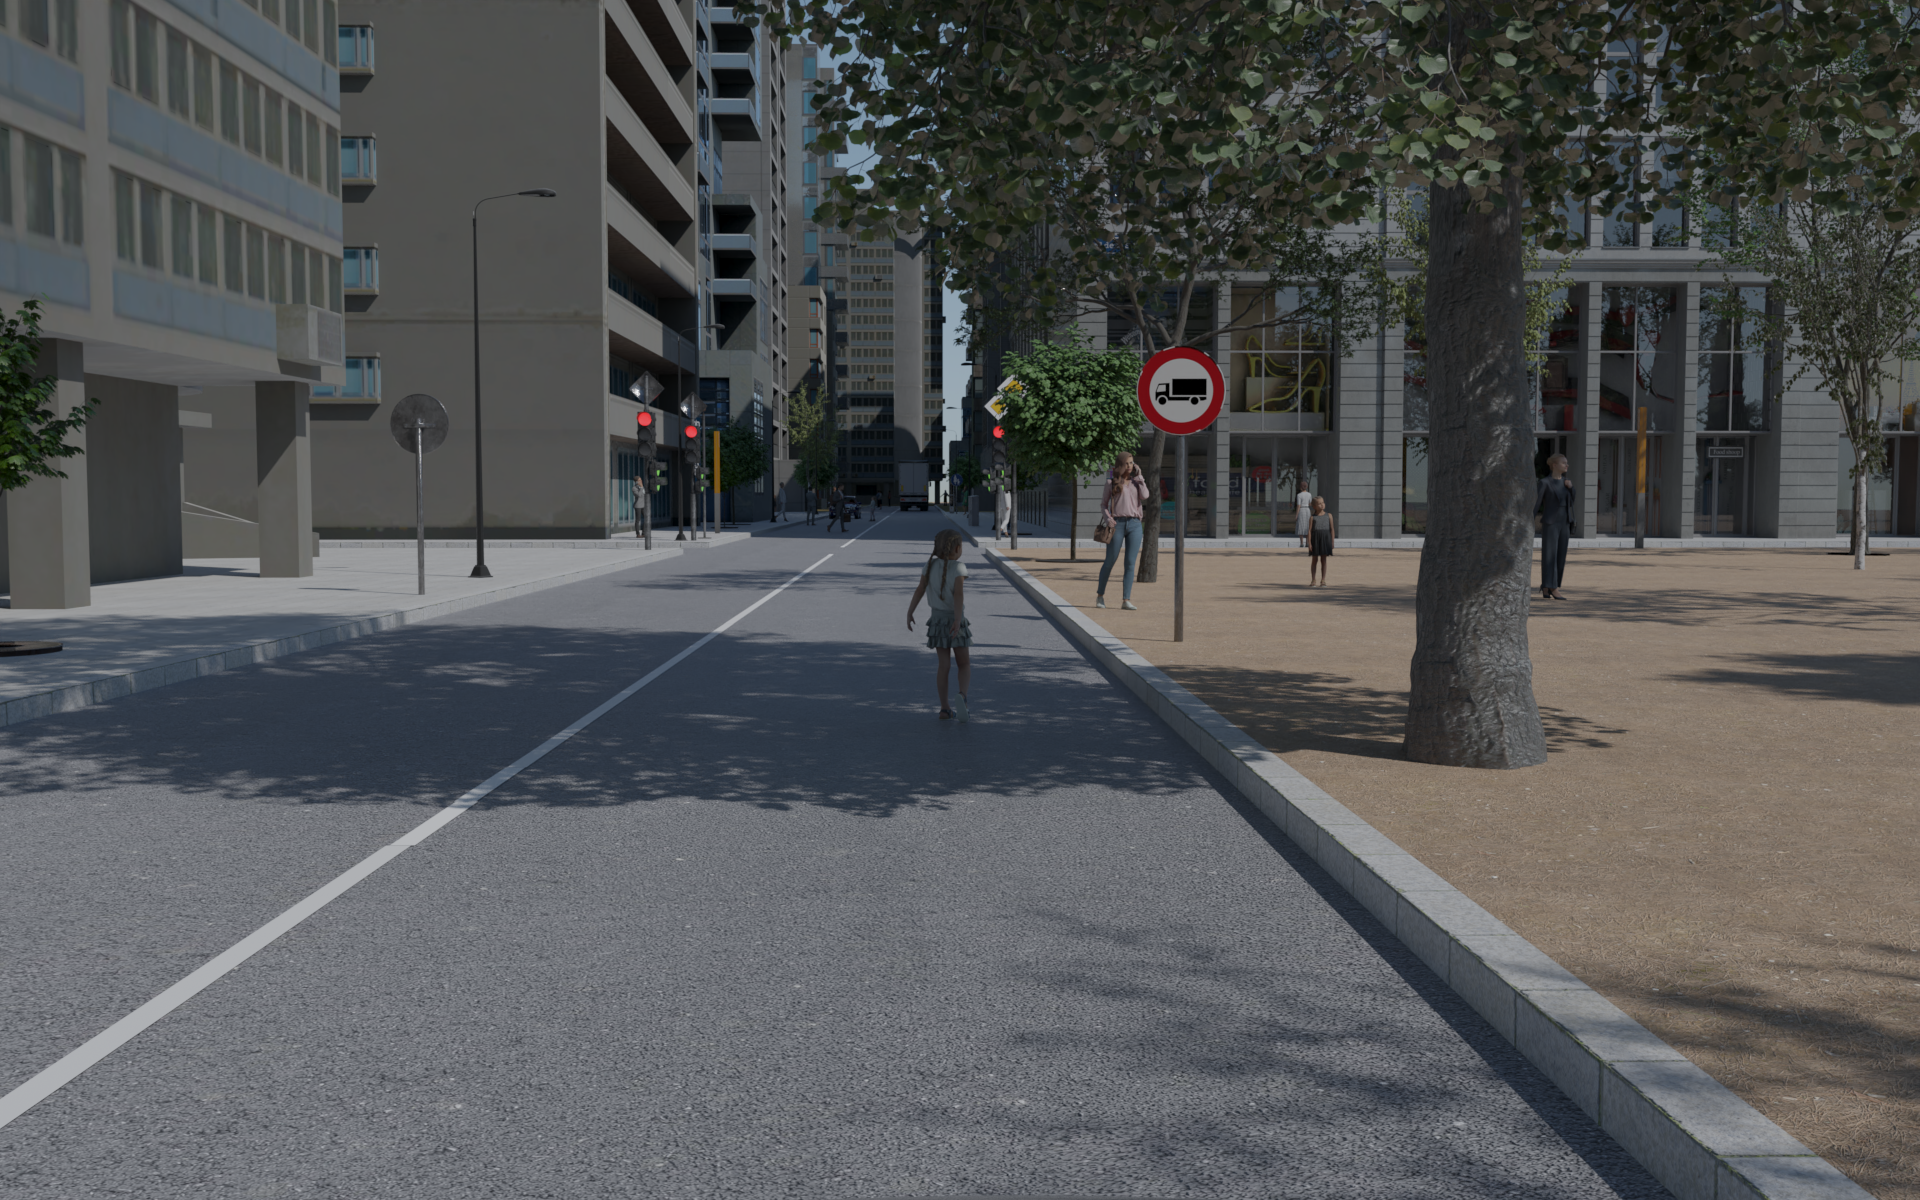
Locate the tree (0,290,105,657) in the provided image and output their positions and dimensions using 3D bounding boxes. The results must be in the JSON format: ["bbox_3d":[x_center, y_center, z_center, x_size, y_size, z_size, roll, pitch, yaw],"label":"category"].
[{"bbox_3d":[-7.766,-1.189,14.038,1.663,3.219,1.824,0,3,0],"label":"tree"}]

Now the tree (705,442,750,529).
[{"bbox_3d":[-8.944,-4.292,64.781,1.663,3.219,1.824,0,3,0],"label":"tree"}]

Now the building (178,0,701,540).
[{"bbox_3d":[-20.835,-26.526,57.407,21.300,48.544,21.600,0,4,-1],"label":"building"}]

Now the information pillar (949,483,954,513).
[{"bbox_3d":[-0.543,-6.765,115.101,0.304,2.012,0.304,0,4,2],"label":"information pillar"}]

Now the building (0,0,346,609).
[{"bbox_3d":[-21.200,-20.063,19.913,23.993,40.220,32.217,0,4,-1],"label":"building"}]

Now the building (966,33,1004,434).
[{"bbox_3d":[11.816,-32.940,158.171,23.786,49.044,30.456,0,4,-1],"label":"building"}]

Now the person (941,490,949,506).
[{"bbox_3d":[-1.617,-10.971,186.156,1.217,1.736,0.721,-3,4,-37],"label":"person"}]

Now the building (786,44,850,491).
[{"bbox_3d":[-27.284,-34.573,184.875,30.456,49.044,23.786,0,4,-1],"label":"building"}]

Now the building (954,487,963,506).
[{"bbox_3d":[15.418,-30.226,186.070,32.217,40.220,23.993,0,4,-1],"label":"building"}]

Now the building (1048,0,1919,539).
[{"bbox_3d":[17.914,-16.924,54.200,29.804,29.767,11.434,0,4,-1],"label":"building"}]

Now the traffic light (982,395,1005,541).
[{"bbox_3d":[1.043,-3.600,47.785,0.839,4.253,0.868,0,4,-1],"label":"traffic light"}]

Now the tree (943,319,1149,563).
[{"bbox_3d":[2.102,-2.995,32.687,4.285,4.588,4.351,0,3,0],"label":"tree"}]

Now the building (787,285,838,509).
[{"bbox_3d":[-25.706,-19.137,157.924,27.650,21.520,28.899,0,4,-1],"label":"building"}]

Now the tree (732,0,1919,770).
[{"bbox_3d":[2.381,-6.197,7.972,9.857,13.997,8.962,0,3,0],"label":"tree"}]

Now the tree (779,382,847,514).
[{"bbox_3d":[-9.599,-9.941,112.890,4.737,8.622,4.395,0,3,0],"label":"tree"}]

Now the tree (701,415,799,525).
[{"bbox_3d":[-9.457,-5.403,72.047,4.285,4.588,4.351,0,3,0],"label":"tree"}]

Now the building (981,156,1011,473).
[{"bbox_3d":[8.890,-17.663,107.852,14.314,24.678,30.058,0,4,-1],"label":"building"}]

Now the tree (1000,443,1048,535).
[{"bbox_3d":[1.696,-3.644,54.185,1.663,3.219,1.824,0,3,0],"label":"tree"}]

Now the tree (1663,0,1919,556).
[{"bbox_3d":[18.659,-6.740,35.950,9.928,11.665,9.643,0,3,0],"label":"tree"}]

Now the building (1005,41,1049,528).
[{"bbox_3d":[10.249,-14.963,77.926,16.112,22.955,30.059,0,4,-1],"label":"building"}]

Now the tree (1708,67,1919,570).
[{"bbox_3d":[15.062,-4.822,29.202,4.360,8.622,3.978,0,3,0],"label":"tree"}]

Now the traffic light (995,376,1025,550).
[{"bbox_3d":[1.222,-3.112,39.802,0.839,4.253,0.868,0,4,-1],"label":"traffic light"}]

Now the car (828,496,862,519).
[{"bbox_3d":[-6.655,-5.373,100.422,1.945,1.354,3.894,0,4,0],"label":"car"}]

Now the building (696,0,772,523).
[{"bbox_3d":[-20.817,-47.573,90.493,22.319,86.520,31.000,0,4,-1],"label":"building"}]

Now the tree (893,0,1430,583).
[{"bbox_3d":[2.885,-5.512,24.527,8.767,10.594,7.601,-2,4,-34],"label":"tree"}]

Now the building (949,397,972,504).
[{"bbox_3d":[14.120,-55.287,216.608,31.000,86.520,22.319,0,4,-1],"label":"building"}]

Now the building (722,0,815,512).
[{"bbox_3d":[-21.569,-42.393,131.384,20.563,71.187,20.611,0,4,-1],"label":"building"}]

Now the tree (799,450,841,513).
[{"bbox_3d":[-9.778,-8.164,117.198,4.285,4.588,4.351,0,3,0],"label":"tree"}]

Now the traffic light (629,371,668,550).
[{"bbox_3d":[-7.137,-3.100,39.598,0.839,4.253,0.868,0,4,-1],"label":"traffic light"}]

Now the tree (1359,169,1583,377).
[{"bbox_3d":[9.848,-5.119,34.056,4.737,8.622,4.395,0,3,0],"label":"tree"}]

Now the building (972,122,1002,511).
[{"bbox_3d":[7.879,-22.306,136.404,14.160,30.474,14.107,0,4,-1],"label":"building"}]

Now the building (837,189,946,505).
[{"bbox_3d":[-13.822,-32.488,223.058,23.993,40.220,32.217,0,4,-1],"label":"building"}]

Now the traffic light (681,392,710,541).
[{"bbox_3d":[-7.316,-3.588,47.582,0.839,4.253,0.868,0,4,-1],"label":"traffic light"}]
